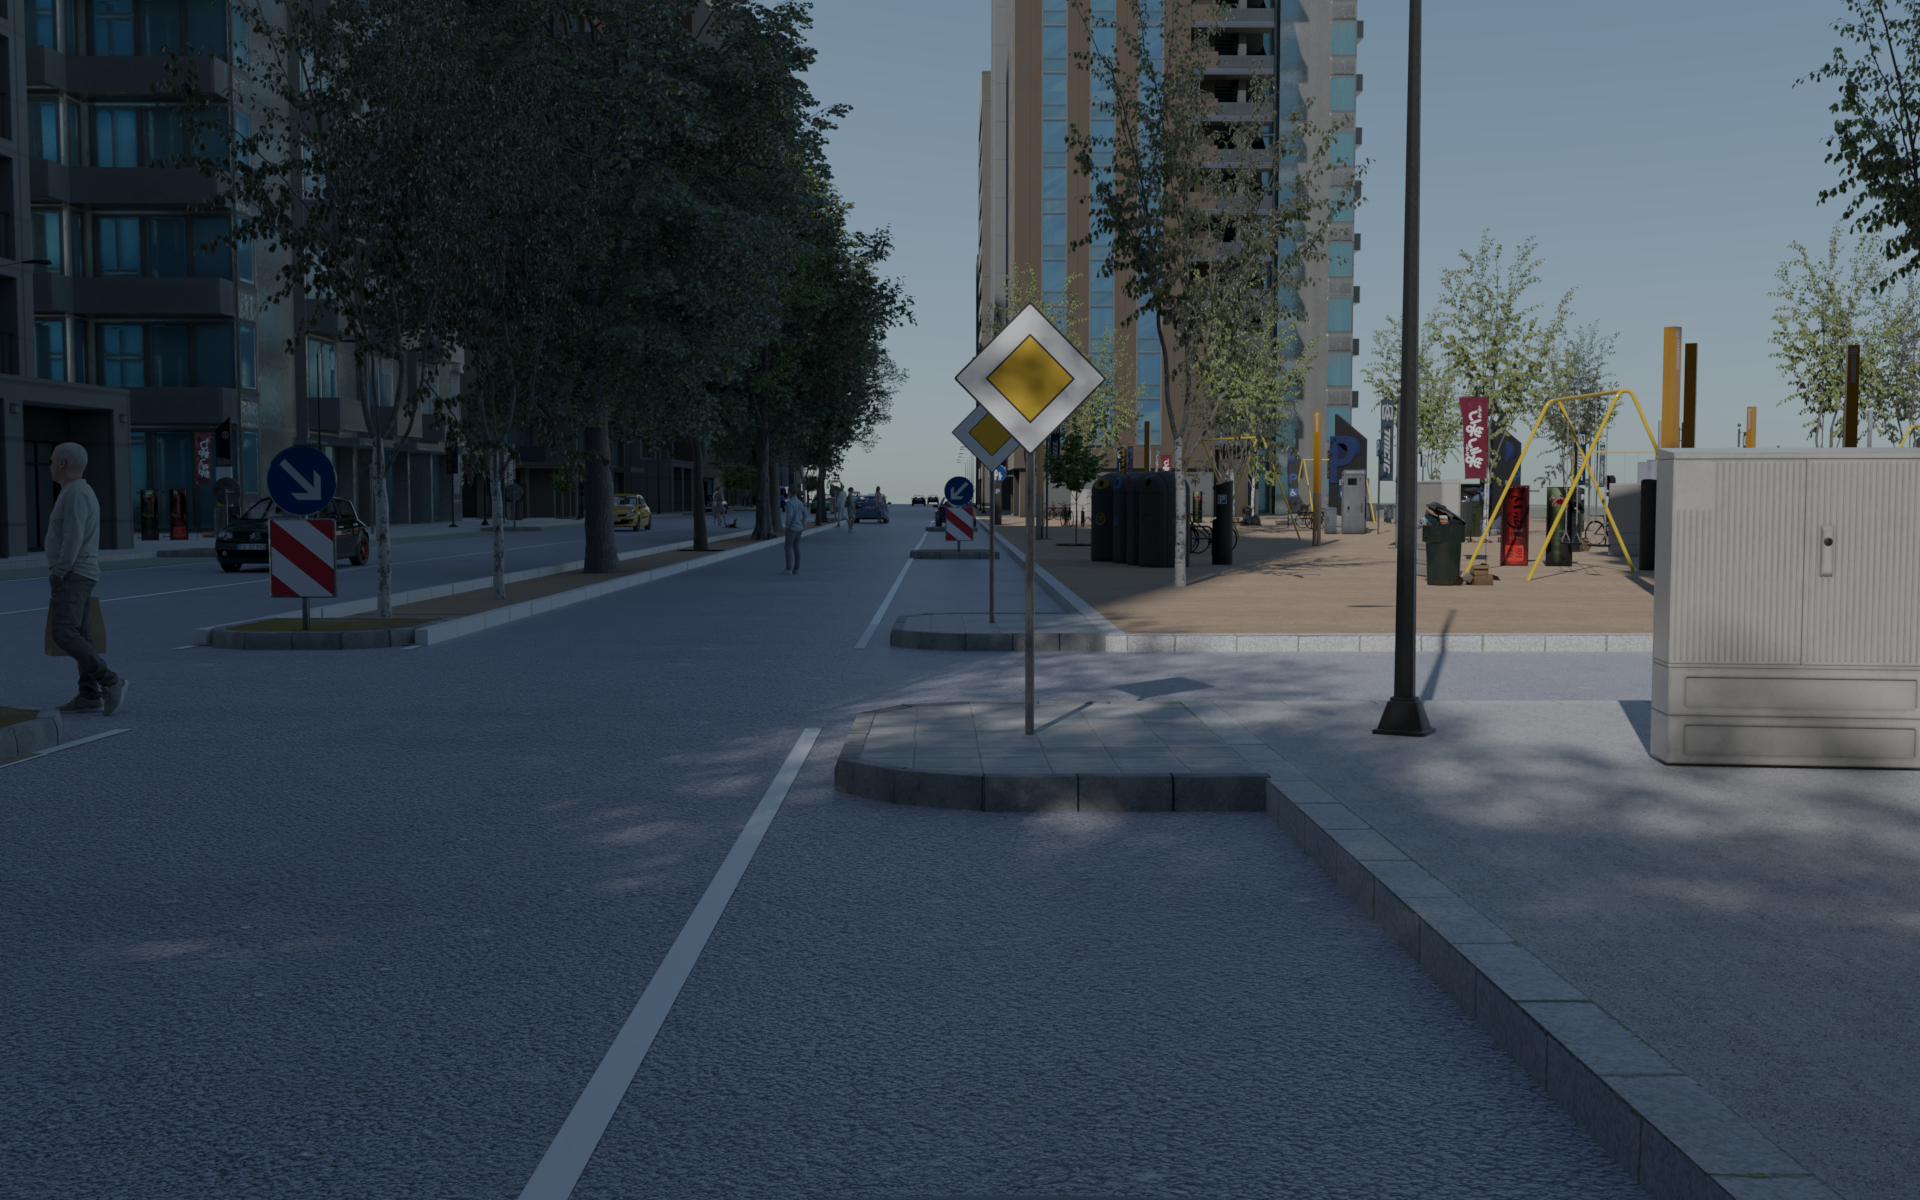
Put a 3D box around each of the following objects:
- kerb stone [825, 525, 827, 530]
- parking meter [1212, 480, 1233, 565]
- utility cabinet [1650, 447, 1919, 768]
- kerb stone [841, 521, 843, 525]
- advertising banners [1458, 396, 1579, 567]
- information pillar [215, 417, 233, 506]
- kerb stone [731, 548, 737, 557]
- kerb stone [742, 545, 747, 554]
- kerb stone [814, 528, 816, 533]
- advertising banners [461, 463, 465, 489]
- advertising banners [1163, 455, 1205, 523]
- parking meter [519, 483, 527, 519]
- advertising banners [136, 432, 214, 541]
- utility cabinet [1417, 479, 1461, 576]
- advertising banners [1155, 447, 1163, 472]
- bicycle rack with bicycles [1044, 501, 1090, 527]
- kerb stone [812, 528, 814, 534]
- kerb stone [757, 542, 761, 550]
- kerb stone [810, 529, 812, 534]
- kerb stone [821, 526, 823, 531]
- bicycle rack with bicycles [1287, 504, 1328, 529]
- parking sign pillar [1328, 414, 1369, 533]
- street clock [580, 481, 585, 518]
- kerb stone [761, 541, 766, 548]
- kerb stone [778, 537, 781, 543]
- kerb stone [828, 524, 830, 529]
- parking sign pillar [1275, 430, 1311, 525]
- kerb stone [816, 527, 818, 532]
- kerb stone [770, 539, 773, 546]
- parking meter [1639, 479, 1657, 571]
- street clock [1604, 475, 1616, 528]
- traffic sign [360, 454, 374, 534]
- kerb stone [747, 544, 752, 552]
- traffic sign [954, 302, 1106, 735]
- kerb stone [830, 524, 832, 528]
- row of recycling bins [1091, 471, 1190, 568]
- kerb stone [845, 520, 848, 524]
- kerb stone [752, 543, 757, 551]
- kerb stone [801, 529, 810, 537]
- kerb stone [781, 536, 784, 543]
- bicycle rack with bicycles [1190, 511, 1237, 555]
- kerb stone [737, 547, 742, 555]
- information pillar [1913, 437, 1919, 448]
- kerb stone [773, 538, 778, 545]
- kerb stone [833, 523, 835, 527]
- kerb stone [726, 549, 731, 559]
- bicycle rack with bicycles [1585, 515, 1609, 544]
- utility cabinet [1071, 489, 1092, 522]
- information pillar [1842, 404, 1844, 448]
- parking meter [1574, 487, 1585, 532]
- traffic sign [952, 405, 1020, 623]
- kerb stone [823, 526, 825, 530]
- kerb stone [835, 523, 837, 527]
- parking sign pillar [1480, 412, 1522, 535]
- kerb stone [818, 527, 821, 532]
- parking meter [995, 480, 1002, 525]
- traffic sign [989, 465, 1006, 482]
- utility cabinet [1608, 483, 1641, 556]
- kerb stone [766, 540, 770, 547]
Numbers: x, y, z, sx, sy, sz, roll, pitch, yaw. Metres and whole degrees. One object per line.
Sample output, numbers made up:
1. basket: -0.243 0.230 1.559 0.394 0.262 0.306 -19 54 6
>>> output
1. kerb stone: -5.447 -2.805 68.151 0.120 0.150 1.000 0 4 0
2. parking meter: 4.769 -1.410 31.463 0.372 1.533 0.369 0 3 0
3. utility cabinet: 3.913 0.033 8.138 1.173 1.500 0.318 0 4 8
4. kerb stone: -5.510 -3.436 78.411 0.120 0.150 1.000 0 4 0
5. advertising banners: 9.914 -2.117 30.802 2.074 3.025 0.090 1 4 19
6. information pillar: -22.238 -3.733 52.386 0.504 3.616 0.183 0 4 4
7. kerb stone: -5.259 -1.054 39.427 0.120 0.150 1.000 0 4 0
8. kerb stone: -5.269 -1.174 41.471 0.120 0.150 1.000 0 4 0
9. kerb stone: -5.417 -2.496 62.997 0.120 0.150 1.000 0 4 0
10. advertising banners: -26.578 -5.749 90.180 2.074 3.025 0.090 1 4 18
11. advertising banners: 9.862 -4.937 76.913 2.074 3.025 0.090 2 4 27
12. parking meter: -22.676 -5.140 89.752 0.399 1.863 0.255 1 4 15
13. advertising banners: -21.809 -3.182 48.216 2.074 3.025 0.090 -3 4 -39
14. utility cabinet: 7.328 -1.099 26.642 0.318 1.500 1.173 0 4 -4
15. advertising banners: 7.097 -4.181 64.554 0.090 3.025 2.074 2 4 25
16. bicycle rack with bicycles: 3.823 -3.328 67.787 2.852 0.926 2.925 0 4 6
17. kerb stone: -5.404 -2.433 61.967 0.120 0.150 1.000 0 4 0
18. kerb stone: -5.293 -1.367 44.549 0.120 0.150 1.000 0 4 0
19. kerb stone: -5.394 -2.370 60.944 0.120 0.150 1.000 0 4 0
20. kerb stone: -5.433 -2.684 66.074 0.120 0.150 1.000 0 4 0
21. bicycle rack with bicycles: 13.629 -3.122 64.420 2.925 0.926 2.852 -1 4 -17
22. parking sign pillar: 12.914 -4.233 57.681 1.447 3.967 1.447 -3 4 -37
23. street clock: -20.218 -5.382 92.568 0.358 2.002 0.471 -1 4 -16
24. kerb stone: -5.294 -1.430 45.575 0.120 0.150 1.000 0 4 0
25. kerb stone: -5.320 -1.676 49.677 0.120 0.150 1.000 0 4 0
26. kerb stone: -5.457 -2.936 70.199 0.120 0.150 1.000 0 4 0
27. parking sign pillar: 13.866 -5.111 72.030 1.447 3.967 1.447 1 4 11
28. kerb stone: -5.429 -2.558 64.022 0.120 0.150 1.000 0 4 0
29. kerb stone: -5.313 -1.550 47.632 0.120 0.150 1.000 0 4 0
30. parking meter: 11.633 -1.267 29.122 0.372 1.533 0.369 0 3 0
31. street clock: 24.923 -3.785 66.462 0.358 2.002 0.471 -1 4 -12
32. traffic sign: -18.897 -3.396 55.631 0.768 2.556 0.104 0 4 2
33. kerb stone: -5.274 -1.239 42.505 0.120 0.150 1.000 0 4 0
34. traffic sign: 0.368 -0.338 9.175 0.795 2.450 0.064 0 4 0
35. kerb stone: -5.470 -2.994 71.224 0.120 0.150 1.000 0 4 0
36. row of recycling bins: 3.307 -1.508 31.766 1.069 1.692 3.534 -1 4 -14
37. kerb stone: -5.561 -3.748 83.542 0.120 0.150 1.000 0 4 0
38. kerb stone: -5.284 -1.302 43.527 0.120 0.150 1.000 0 4 0
39. kerb stone: -5.391 -2.304 59.917 0.120 0.150 1.000 0 4 0
40. kerb stone: -5.331 -1.742 50.706 0.120 0.150 1.000 0 4 0
41. bicycle rack with bicycles: 4.543 -1.465 37.337 2.925 0.926 2.852 0 4 -6
42. kerb stone: -5.265 -1.114 40.449 0.120 0.150 1.000 0 4 0
43. information pillar: 35.830 -4.487 64.716 0.504 3.616 0.183 0 4 -5
44. kerb stone: -5.304 -1.618 48.654 0.120 0.150 1.000 0 4 0
45. kerb stone: -5.479 -3.123 73.281 0.120 0.150 1.000 0 4 0
46. kerb stone: -5.251 -0.990 38.405 0.120 0.150 1.000 0 4 0
47. bicycle rack with bicycles: 16.897 -1.792 42.677 2.925 0.926 2.852 0 4 3
48. utility cabinet: 5.575 -4.324 79.374 0.318 1.500 1.173 -3 4 -36
49. information pillar: 22.536 -3.219 43.988 0.183 3.616 0.504 0 4 0
50. parking meter: 20.915 -3.066 58.548 0.372 1.533 0.369 0 3 0
51. traffic sign: 0.315 -0.827 17.160 0.795 2.450 0.064 0 4 0
52. kerb stone: -5.443 -2.747 67.112 0.120 0.150 1.000 0 4 0
53. kerb stone: -5.491 -3.182 74.306 0.120 0.150 1.000 0 4 0
54. parking sign pillar: 16.974 -4.080 55.186 1.447 3.967 1.447 2 4 35
55. kerb stone: -5.423 -2.621 65.044 0.120 0.150 1.000 0 4 0
56. parking meter: 1.530 -4.081 72.437 0.399 1.863 0.255 -1 4 -13
57. traffic sign: 1.625 -4.586 75.087 0.768 2.556 0.104 0 4 5
58. utility cabinet: 13.990 -1.649 35.636 1.173 1.500 0.318 2 4 28
59. kerb stone: -5.300 -1.493 46.608 0.120 0.150 1.000 0 4 0
